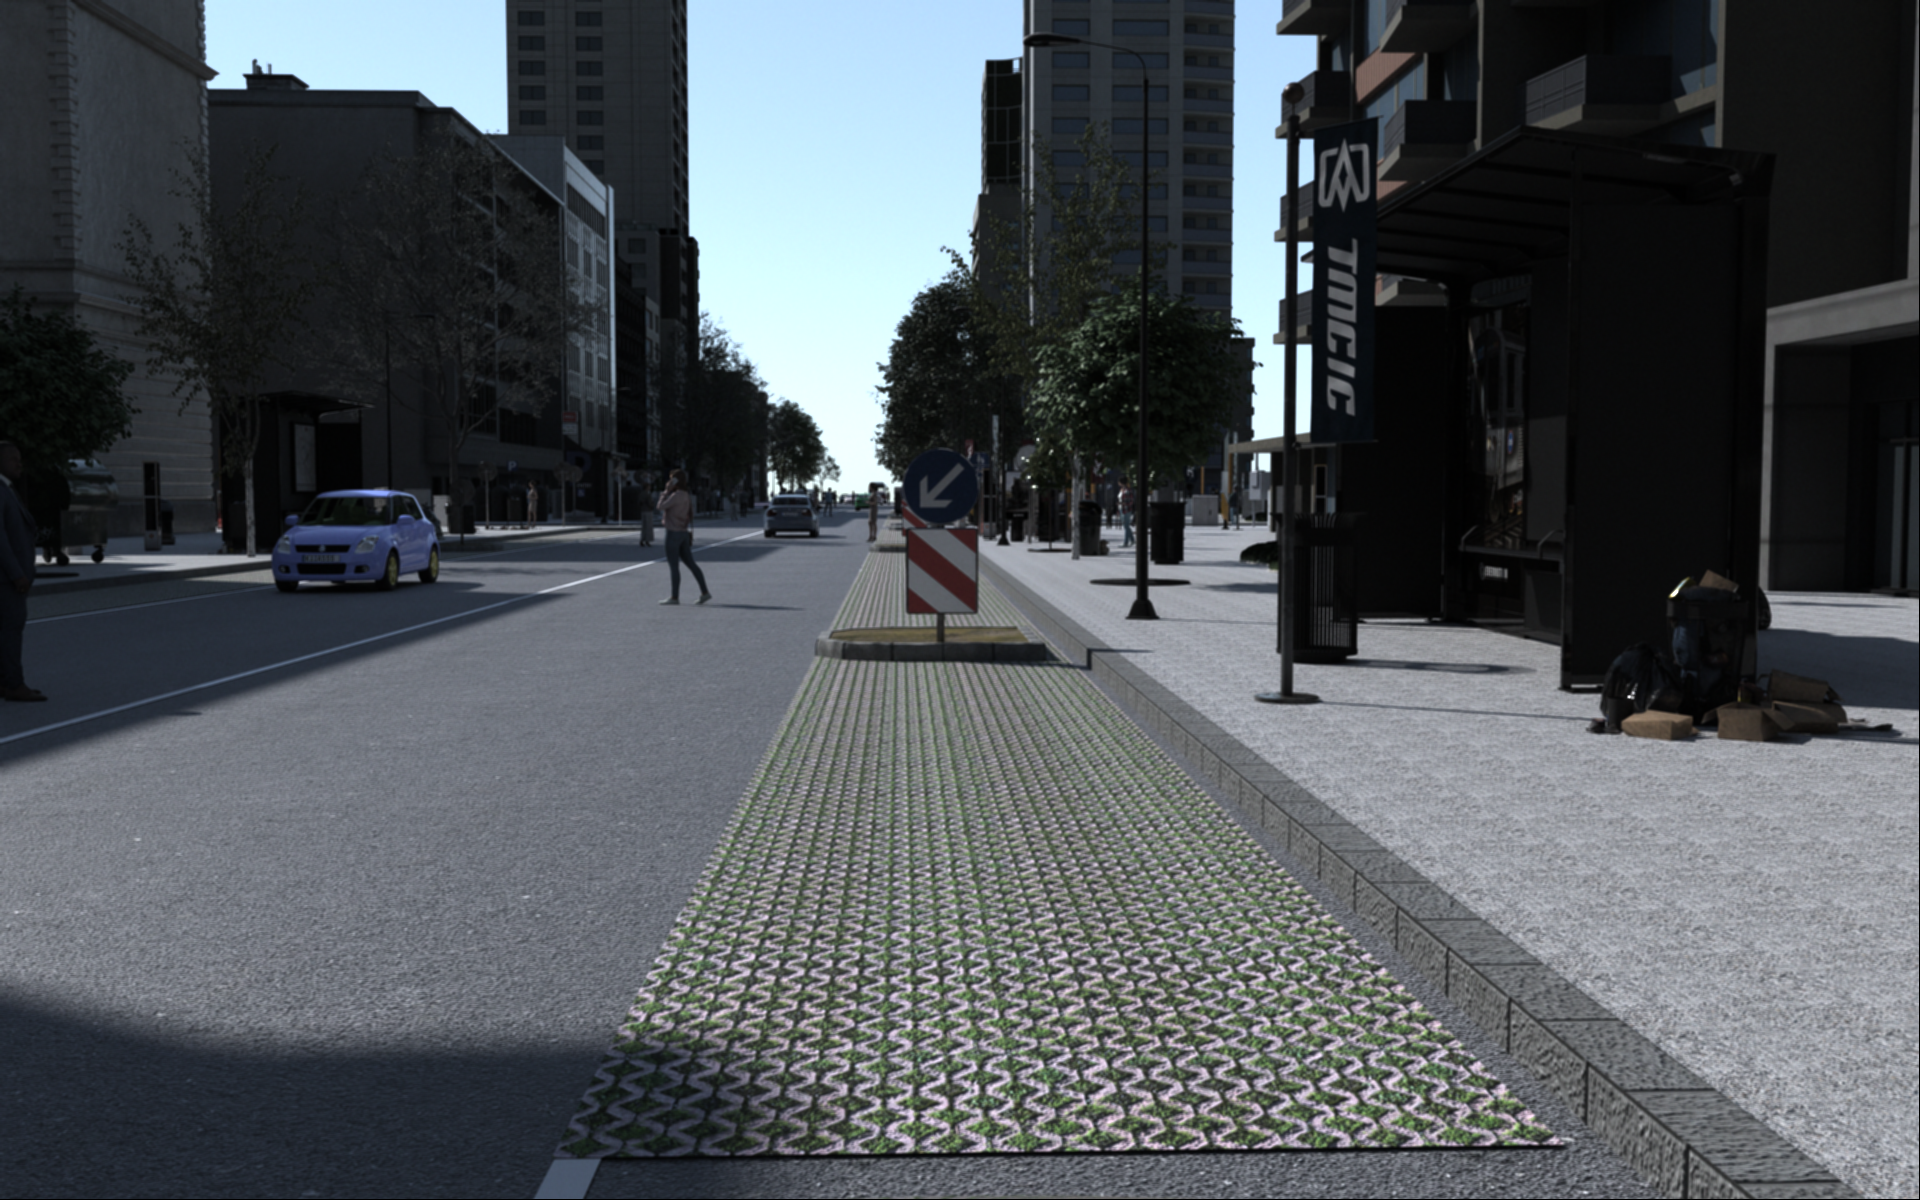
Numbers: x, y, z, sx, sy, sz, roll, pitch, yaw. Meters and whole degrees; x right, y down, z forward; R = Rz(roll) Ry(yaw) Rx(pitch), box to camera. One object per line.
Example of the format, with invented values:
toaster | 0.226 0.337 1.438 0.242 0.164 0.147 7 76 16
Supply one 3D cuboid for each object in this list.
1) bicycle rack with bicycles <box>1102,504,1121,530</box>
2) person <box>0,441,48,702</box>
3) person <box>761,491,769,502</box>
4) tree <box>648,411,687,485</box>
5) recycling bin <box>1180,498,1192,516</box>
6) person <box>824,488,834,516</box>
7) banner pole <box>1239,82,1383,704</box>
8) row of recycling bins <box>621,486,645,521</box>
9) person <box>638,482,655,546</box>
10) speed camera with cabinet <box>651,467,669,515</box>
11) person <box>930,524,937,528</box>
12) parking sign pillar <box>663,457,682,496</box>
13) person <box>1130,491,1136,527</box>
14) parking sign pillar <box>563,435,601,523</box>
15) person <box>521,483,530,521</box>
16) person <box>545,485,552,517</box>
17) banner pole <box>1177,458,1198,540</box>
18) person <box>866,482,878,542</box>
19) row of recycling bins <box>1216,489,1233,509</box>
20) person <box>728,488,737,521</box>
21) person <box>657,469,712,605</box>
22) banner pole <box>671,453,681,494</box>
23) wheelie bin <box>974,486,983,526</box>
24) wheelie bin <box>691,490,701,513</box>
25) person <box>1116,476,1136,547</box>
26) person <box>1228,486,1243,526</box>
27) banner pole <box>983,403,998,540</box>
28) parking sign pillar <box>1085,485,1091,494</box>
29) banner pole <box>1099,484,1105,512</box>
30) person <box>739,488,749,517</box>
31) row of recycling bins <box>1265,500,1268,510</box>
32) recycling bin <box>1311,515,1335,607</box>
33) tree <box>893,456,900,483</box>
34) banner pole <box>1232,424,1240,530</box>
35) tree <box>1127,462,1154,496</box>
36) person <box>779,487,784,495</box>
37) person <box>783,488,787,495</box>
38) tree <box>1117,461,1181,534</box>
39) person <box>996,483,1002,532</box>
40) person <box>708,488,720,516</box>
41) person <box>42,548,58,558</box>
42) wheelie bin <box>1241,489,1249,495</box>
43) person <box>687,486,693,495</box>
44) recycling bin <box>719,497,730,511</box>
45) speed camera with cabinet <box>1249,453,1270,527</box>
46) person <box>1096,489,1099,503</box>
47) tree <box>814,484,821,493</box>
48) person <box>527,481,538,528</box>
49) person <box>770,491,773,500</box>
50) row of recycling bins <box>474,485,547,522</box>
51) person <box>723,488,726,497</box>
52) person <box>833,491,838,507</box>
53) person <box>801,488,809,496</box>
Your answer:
bicycle rack with bicycles | 4.770 -3.039 63.065 2.852 0.926 2.925 0 4 2
person | -6.679 -0.211 12.135 0.419 1.800 0.721 -2 4 -31
person | -31.539 -16.780 280.398 1.348 1.824 0.705 -1 4 -23
tree | -24.398 -11.932 145.456 4.360 8.622 3.978 0 3 0
recycling bin | 13.212 -5.437 101.447 0.722 1.027 0.722 -2 4 -35
person | -8.472 -6.323 111.749 0.638 1.841 0.748 -2 4 -33
banner pole | 2.178 -1.251 10.471 0.401 3.779 0.863 -3 5 -40
row of recycling bins | -15.889 -4.754 84.845 1.069 1.692 3.534 0 4 -1
person | -8.543 -2.346 47.409 0.519 1.759 0.362 3 5 40
speed camera with cabinet | -18.646 -6.841 106.191 0.660 3.252 2.038 2 4 26
person | -0.729 -2.063 47.242 0.505 1.210 0.382 1 4 20
parking sign pillar | -20.825 -8.386 125.584 1.447 3.967 1.447 1 4 10
person | 6.955 -3.736 67.544 0.576 1.772 0.534 3 5 44
parking sign pillar | -17.296 -5.516 78.654 1.447 3.967 1.447 -2 4 -33
person | -20.553 -4.622 81.882 0.793 1.790 0.793 0 4 3
person | -22.961 -5.499 96.056 0.694 1.812 0.767 0 4 7
banner pole | 6.333 -3.583 48.601 0.863 3.779 0.401 3 5 40
person | -2.646 -2.626 51.771 0.374 1.781 0.599 0 4 -6
row of recycling bins | 22.624 -8.545 146.826 1.069 1.692 3.534 -2 4 -25
person | -12.290 -5.187 93.863 0.519 1.759 0.362 -1 4 -20
person | -3.576 -0.818 22.466 0.643 1.750 0.593 1 4 15
banner pole | -17.399 -7.082 105.811 0.863 3.779 0.401 1 4 18
wheelie bin | 0.900 -3.731 68.903 0.980 1.594 0.693 1 4 15
wheelie bin | -18.272 -6.833 119.626 0.693 1.594 0.980 3 5 40
person | 4.034 -2.145 41.948 0.643 1.720 0.563 -1 4 -17
person | 11.506 -3.885 72.364 0.623 1.781 0.721 -1 4 -20
banner pole | 0.931 -3.555 48.138 0.401 3.779 0.863 1 4 21
parking sign pillar | 9.810 -8.931 134.494 1.447 3.967 1.447 -1 4 -17
banner pole | 10.248 -8.298 125.689 0.401 3.779 0.863 2 4 26
person | -13.441 -6.062 107.795 0.592 1.802 0.473 1 4 11
row of recycling bins | 22.740 -7.217 125.116 3.534 1.692 1.069 -3 5 -44
recycling bin | 4.266 -0.462 20.100 0.722 1.027 0.722 -1 4 -23
tree | -7.867 -22.172 296.923 8.767 10.594 7.601 -3 5 -41
banner pole | 9.816 -4.371 61.486 0.401 3.779 0.863 2 4 26
tree | 10.486 -8.720 92.930 4.360 8.622 3.978 0 3 0
person | -9.064 -4.867 88.263 0.419 1.800 0.721 -1 4 -11
person | -10.979 -6.130 108.827 0.635 1.810 0.391 3 4 37
tree | 6.014 -3.737 55.709 1.663 3.219 1.824 0 3 0
person | 1.205 -3.199 58.624 0.850 1.792 0.678 -3 5 -43
person | -14.728 -5.789 103.253 0.694 1.812 0.767 -2 4 -31
person | -18.290 -1.812 35.025 0.474 1.900 0.648 2 4 31
wheelie bin | 19.318 -6.628 116.282 0.980 1.594 0.693 -2 4 -30
person | -17.165 -6.346 109.986 0.709 1.800 0.728 -1 4 -11
recycling bin | -17.835 -7.247 131.050 0.722 1.027 0.722 -1 4 -16
speed camera with cabinet | 12.120 -4.457 67.203 0.660 3.252 2.038 -2 4 -32
person | 12.436 -9.351 159.647 0.721 1.735 1.217 3 4 39
tree | -24.163 -18.086 290.299 1.663 3.219 1.824 0 3 0
person | -16.144 -3.599 65.220 0.374 1.781 0.599 -2 4 -34
person | -32.982 -18.230 303.963 0.709 1.838 0.599 -1 4 -17
row of recycling bins | -20.860 -4.480 80.363 3.534 1.692 1.069 0 4 7
person | -19.169 -8.201 140.382 0.529 1.795 0.600 2 4 32
person | -14.022 -11.402 194.917 0.705 1.824 1.348 -2 4 -32
person | -9.793 -6.186 109.820 0.466 1.800 0.511 1 4 21
